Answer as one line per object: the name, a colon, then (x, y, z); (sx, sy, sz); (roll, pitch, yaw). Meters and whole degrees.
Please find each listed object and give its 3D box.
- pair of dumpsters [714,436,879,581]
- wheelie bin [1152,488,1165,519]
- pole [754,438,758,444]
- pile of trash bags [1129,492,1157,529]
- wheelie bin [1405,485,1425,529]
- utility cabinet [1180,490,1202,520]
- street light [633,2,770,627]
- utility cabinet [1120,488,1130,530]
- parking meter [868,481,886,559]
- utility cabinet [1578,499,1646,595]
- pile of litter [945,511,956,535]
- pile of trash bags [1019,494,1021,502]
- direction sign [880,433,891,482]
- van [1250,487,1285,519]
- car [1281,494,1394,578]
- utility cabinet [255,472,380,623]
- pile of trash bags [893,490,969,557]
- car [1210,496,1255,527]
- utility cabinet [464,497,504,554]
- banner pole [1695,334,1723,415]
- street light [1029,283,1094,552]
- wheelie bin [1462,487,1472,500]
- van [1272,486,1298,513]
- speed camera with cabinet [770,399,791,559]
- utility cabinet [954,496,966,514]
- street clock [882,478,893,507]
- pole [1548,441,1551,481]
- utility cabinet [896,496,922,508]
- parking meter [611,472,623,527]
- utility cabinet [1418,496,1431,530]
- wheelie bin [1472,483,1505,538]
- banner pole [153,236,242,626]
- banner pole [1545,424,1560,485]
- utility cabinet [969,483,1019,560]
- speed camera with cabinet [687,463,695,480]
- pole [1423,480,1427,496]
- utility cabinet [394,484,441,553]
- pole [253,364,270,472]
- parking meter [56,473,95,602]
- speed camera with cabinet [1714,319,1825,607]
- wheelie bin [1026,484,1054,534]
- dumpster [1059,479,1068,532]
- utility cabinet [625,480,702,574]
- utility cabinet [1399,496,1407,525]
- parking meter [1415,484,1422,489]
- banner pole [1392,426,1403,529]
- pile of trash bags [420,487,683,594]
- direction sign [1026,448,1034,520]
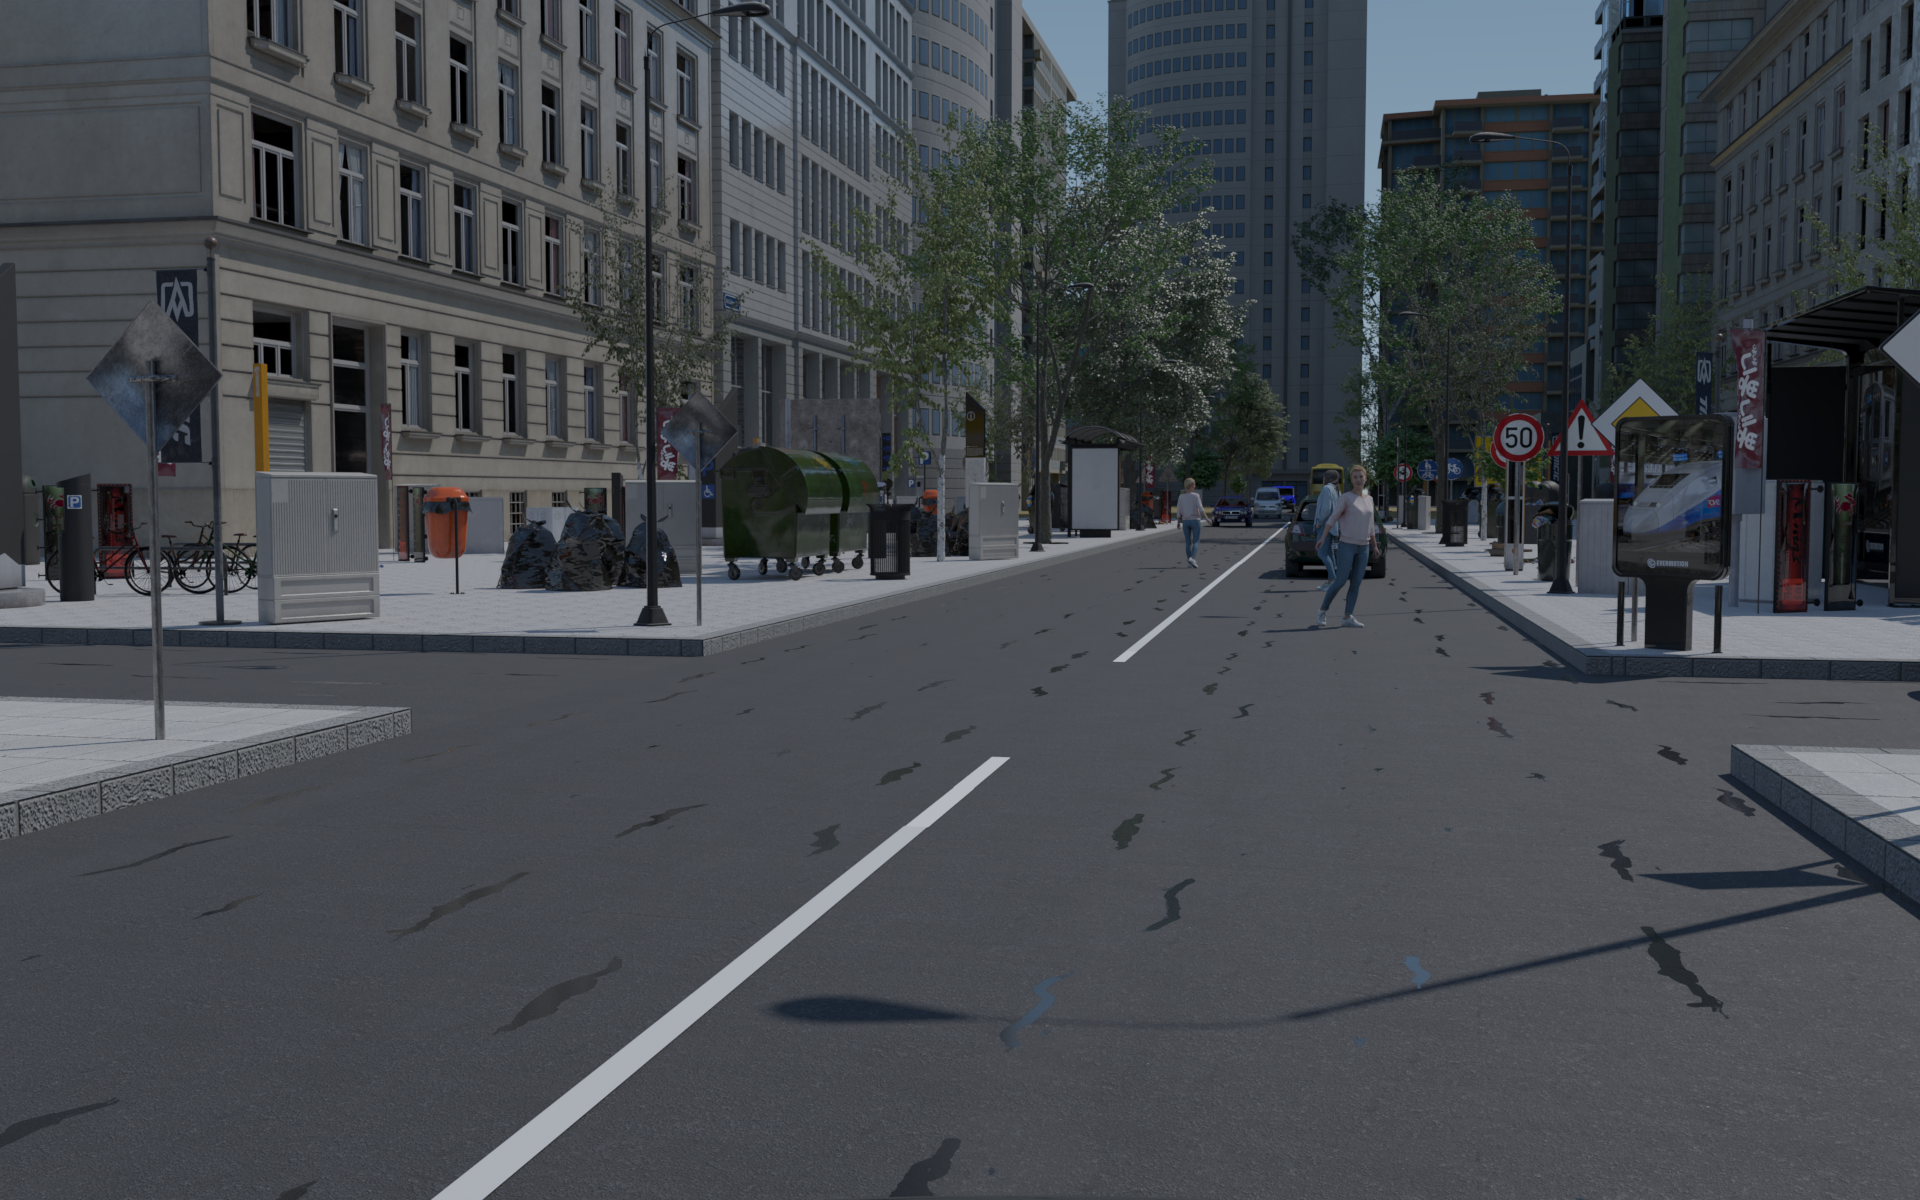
pair of dumpsters: (-2.556, -1.536, 27.603); (1.574, 2.255, 4.437); (1, 4, 12)
wheelie bin: (10.147, -4.925, 88.436); (0.980, 1.594, 0.693); (3, 5, 44)
pole: (-7.423, -4.238, 63.131); (0.158, 3.312, 0.155); (0, 3, 0)
pile of trash bags: (6.491, -3.357, 64.647); (1.912, 1.369, 3.447); (2, 4, 26)
wheelie bin: (16.601, -3.382, 63.208); (0.693, 1.594, 0.980); (1, 4, 12)
utility cabinet: (11.398, -4.692, 85.392); (1.173, 1.500, 0.318); (-2, 4, -34)
street light: (-2.474, -2.696, 16.620); (1.470, 5.913, 1.316); (1, 4, 12)
utility cabinet: (5.815, -3.227, 61.443); (0.318, 1.500, 1.173); (1, 4, 12)
parking meter: (-1.655, -1.601, 34.583); (0.372, 1.533, 0.369); (0, 3, 0)
utility cabinet: (8.471, -0.673, 22.163); (1.020, 1.237, 0.306); (2, 4, 33)
pile of litter: (-0.440, -1.808, 43.531); (1.719, 0.858, 1.176); (-2, 4, -29)
pile of trash bags: (1.351, -4.563, 84.356); (3.447, 1.369, 1.912); (-1, 4, -23)
direction sign: (-2.965, -4.414, 64.173); (0.876, 3.537, 0.379); (1, 4, 20)
van: (18.174, -5.827, 102.275); (2.013, 2.044, 4.112); (1, 4, 10)
car: (6.761, -1.302, 31.071); (2.009, 1.686, 4.222); (1, 4, 13)
utility cabinet: (-6.431, -0.533, 17.391); (0.318, 1.500, 1.173); (3, 4, 38)
pile of trash bags: (-0.434, -1.661, 36.908); (1.912, 1.369, 3.447); (-1, 4, -10)
car: (12.064, -3.921, 76.694); (1.945, 1.354, 3.894); (1, 4, 11)
utility cabinet: (-10.366, -1.602, 37.348); (1.020, 1.237, 0.306); (-1, 4, -16)
banner pole: (11.666, -2.263, 27.018); (0.863, 3.779, 0.401); (-3, 4, -36)
street light: (2.249, -4.023, 38.317); (1.470, 5.913, 1.316); (1, 4, 12)
wheelie bin: (24.452, -4.574, 82.692); (0.980, 1.594, 0.693); (-2, 4, -31)
van: (24.502, -7.776, 131.525); (2.240, 2.365, 5.245); (1, 4, 11)
speed camera with cabinet: (-3.439, -2.503, 35.261); (0.660, 3.252, 2.038); (0, 4, 5)
utility cabinet: (0.315, -3.296, 65.043); (1.020, 1.237, 0.306); (-2, 4, -25)
street clock: (-3.243, -4.478, 77.778); (0.471, 2.002, 0.358); (1, 4, 11)
pole: (22.439, -4.422, 66.136); (0.158, 3.312, 0.155); (0, 3, 0)
utility cabinet: (-1.261, -2.302, 48.795); (1.020, 1.237, 0.306); (1, 4, 13)
parking meter: (-9.306, -2.530, 47.079); (0.255, 1.863, 0.399); (0, 4, 1)
utility cabinet: (16.638, -3.112, 62.041); (0.306, 1.237, 1.020); (2, 4, 24)
wheelie bin: (15.450, -2.596, 50.347); (0.693, 1.594, 0.980); (2, 4, 31)
banner pole: (-7.509, -1.650, 16.999); (0.863, 3.779, 0.401); (1, 4, 14)
banner pole: (21.091, -4.382, 61.661); (0.863, 3.779, 0.401); (-1, 4, -14)
utility cabinet: (0.672, -1.533, 33.747); (0.318, 1.500, 1.173); (3, 5, 41)
speed camera with cabinet: (-7.705, -3.474, 51.136); (0.660, 3.252, 2.038); (-1, 4, -10)
pole: (22.758, -5.564, 84.808); (0.158, 3.312, 0.155); (0, 3, 0)
utility cabinet: (-11.788, -1.771, 37.631); (1.173, 1.500, 0.318); (2, 4, 32)
pole: (-10.953, -2.040, 27.194); (0.158, 3.312, 0.155); (0, 3, 0)
parking meter: (-10.601, -0.755, 20.756); (0.372, 1.533, 0.369); (0, 3, 0)
speed camera with cabinet: (9.351, -1.585, 20.258); (2.038, 3.252, 0.660); (-3, 4, -37)
wheelie bin: (2.628, -2.936, 55.913); (0.980, 1.594, 0.693); (-3, 4, -39)
dumpster: (4.112, -3.290, 59.549); (1.264, 1.857, 1.865); (1, 4, 12)
utility cabinet: (-4.675, -1.140, 27.321); (1.173, 1.500, 0.318); (-1, 4, -11)
utility cabinet: (18.508, -3.721, 72.001); (0.306, 1.237, 1.020); (2, 4, 32)
parking meter: (21.996, -4.742, 83.235); (0.255, 1.863, 0.399); (-1, 4, -11)
banner pole: (16.083, -4.503, 63.642); (0.401, 3.779, 0.863); (1, 4, 20)
pile of trash bags: (-5.575, -0.829, 23.311); (3.447, 1.369, 1.912); (-3, 5, -43)
direction sign: (3.447, -5.682, 84.903); (0.379, 3.537, 0.876); (2, 4, 28)
